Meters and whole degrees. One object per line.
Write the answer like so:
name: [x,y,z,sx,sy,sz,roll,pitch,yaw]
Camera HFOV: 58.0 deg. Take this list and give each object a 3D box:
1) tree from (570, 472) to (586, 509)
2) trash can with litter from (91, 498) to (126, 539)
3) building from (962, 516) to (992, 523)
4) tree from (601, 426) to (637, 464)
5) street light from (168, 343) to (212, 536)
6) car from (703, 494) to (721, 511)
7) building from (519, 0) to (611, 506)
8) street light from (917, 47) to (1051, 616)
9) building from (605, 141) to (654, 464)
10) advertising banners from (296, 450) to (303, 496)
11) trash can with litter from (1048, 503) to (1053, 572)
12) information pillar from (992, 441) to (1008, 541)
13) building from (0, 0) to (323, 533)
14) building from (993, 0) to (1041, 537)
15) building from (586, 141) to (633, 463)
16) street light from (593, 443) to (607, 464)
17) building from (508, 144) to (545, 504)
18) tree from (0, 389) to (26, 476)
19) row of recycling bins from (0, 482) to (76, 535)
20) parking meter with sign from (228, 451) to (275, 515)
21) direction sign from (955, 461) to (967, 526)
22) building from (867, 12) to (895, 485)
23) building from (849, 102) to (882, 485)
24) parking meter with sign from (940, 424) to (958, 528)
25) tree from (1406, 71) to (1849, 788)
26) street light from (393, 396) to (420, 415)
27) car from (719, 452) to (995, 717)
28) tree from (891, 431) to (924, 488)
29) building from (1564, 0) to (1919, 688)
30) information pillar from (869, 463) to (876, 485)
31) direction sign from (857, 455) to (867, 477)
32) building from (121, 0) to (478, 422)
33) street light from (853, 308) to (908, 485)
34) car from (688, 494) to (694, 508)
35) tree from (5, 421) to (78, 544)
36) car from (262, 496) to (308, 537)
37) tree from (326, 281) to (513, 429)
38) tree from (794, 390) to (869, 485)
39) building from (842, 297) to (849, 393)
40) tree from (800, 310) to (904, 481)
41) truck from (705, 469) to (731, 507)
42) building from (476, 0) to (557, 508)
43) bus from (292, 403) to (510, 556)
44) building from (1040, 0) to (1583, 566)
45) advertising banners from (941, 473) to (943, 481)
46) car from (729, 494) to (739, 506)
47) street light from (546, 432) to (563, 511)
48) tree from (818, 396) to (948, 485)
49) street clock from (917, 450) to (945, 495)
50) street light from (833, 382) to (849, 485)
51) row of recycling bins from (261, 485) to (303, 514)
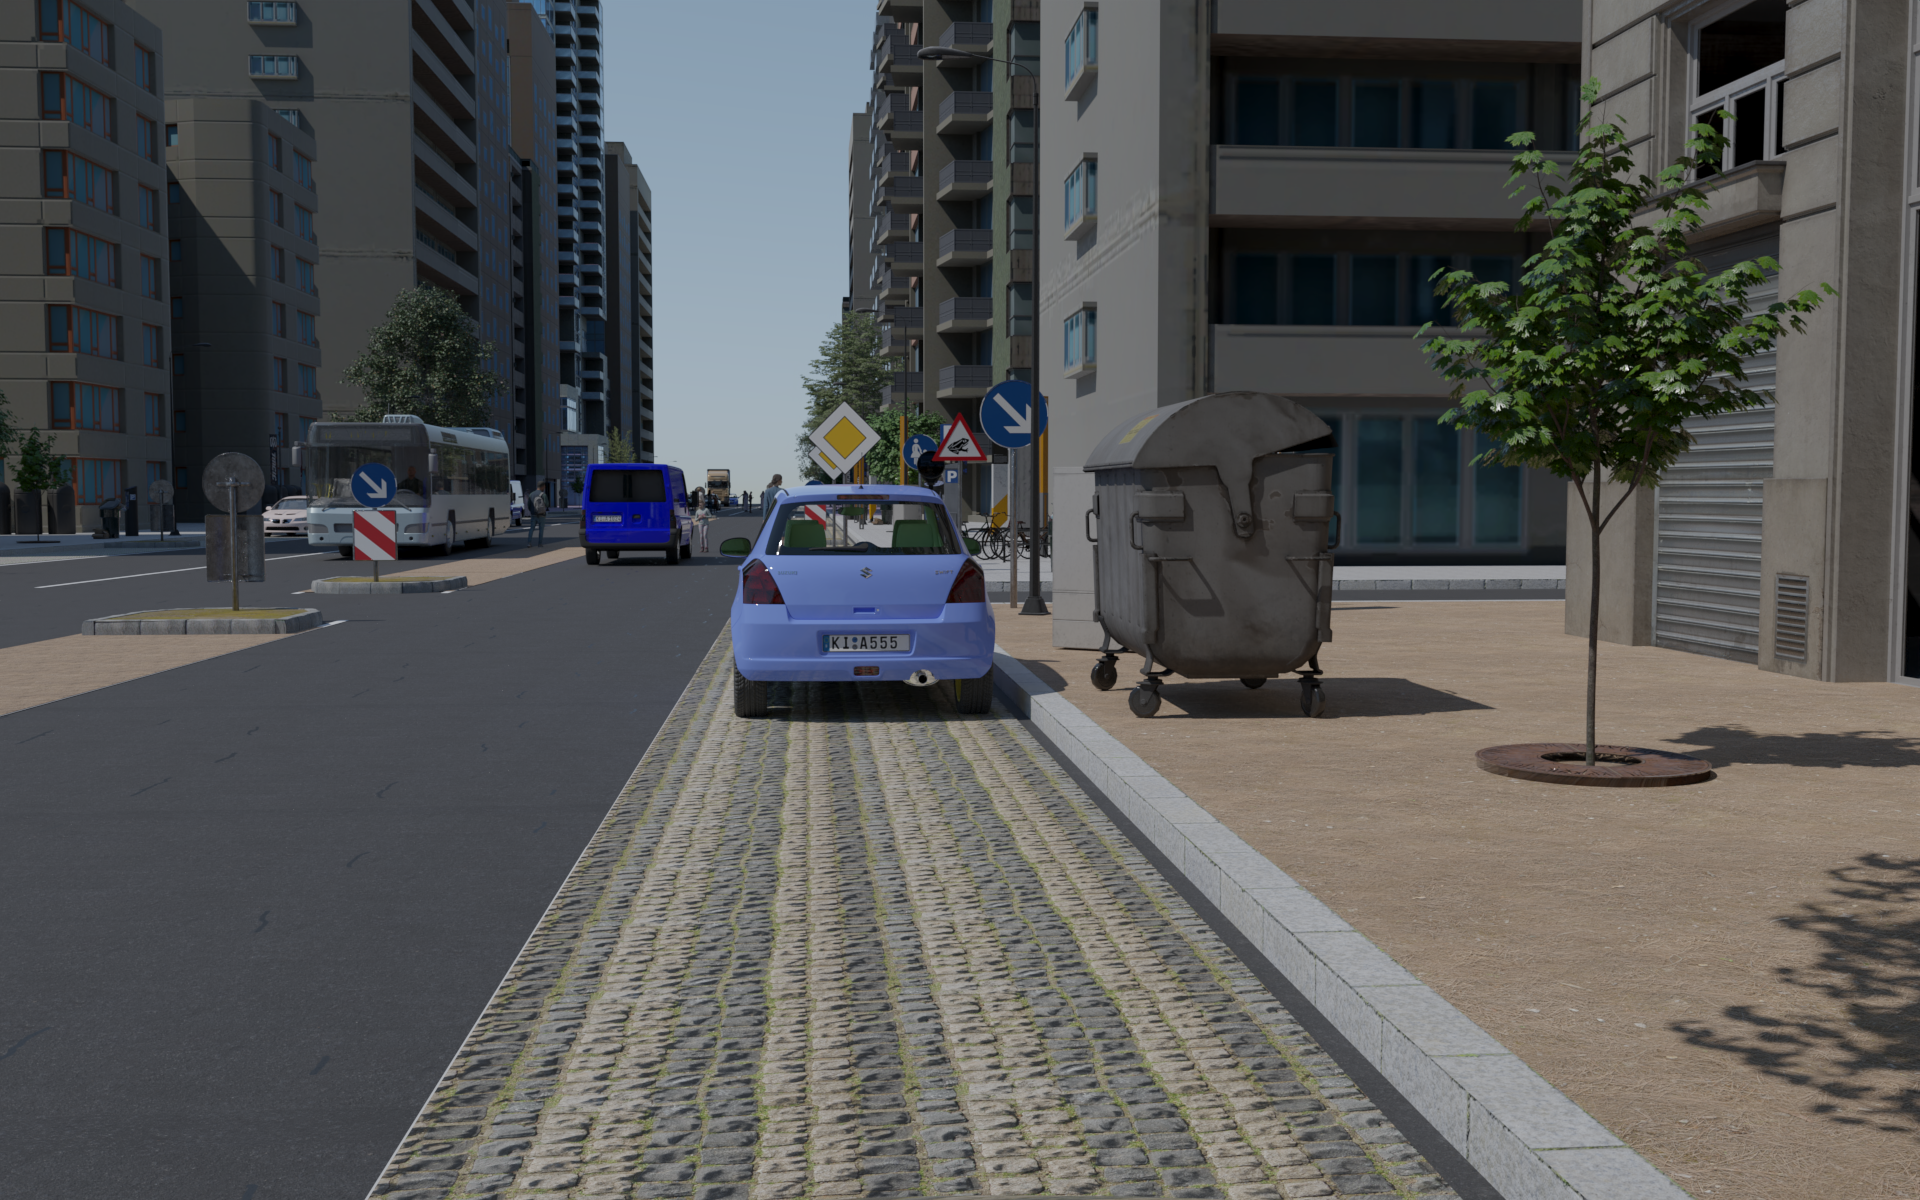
tree: [-33.237,-9.542,150.617,1.663,3.219,1.824,0,3,0]
trash can with litter: [-24.419,-2.340,49.643,0.624,1.170,1.055,0,4,-1]
building: [7.201,-26.498,87.864,22.147,44.769,28.867,0,4,-5]
tree: [-36.688,-14.502,187.462,4.737,8.622,4.395,0,3,0]
street light: [-23.708,-4.943,53.353,1.470,5.913,1.316,0,4,-5]
car: [-21.777,-8.620,150.727,2.009,1.686,4.222,0,4,-4]
building: [-51.448,-54.168,198.311,22.319,86.520,31.000,0,4,-5]
street light: [0.255,-2.793,18.210,1.470,5.913,1.316,0,4,-5]
building: [-54.366,-37.730,240.593,21.300,48.544,21.600,0,4,-5]
advertising banners: [-25.261,-4.284,66.224,0.090,3.025,2.074,-2,4,-26]
trash can with litter: [1.947,-1.027,28.177,1.055,1.170,0.624,0,4,6]
information pillar: [1.089,-3.459,47.912,0.504,3.616,0.183,-2,4,-29]
building: [-43.965,-13.733,69.568,27.650,21.520,28.899,0,4,-5]
building: [7.869,-17.510,57.991,14.160,30.474,14.107,0,4,-5]
building: [-49.907,-34.999,222.348,14.600,45.320,14.200,0,4,-5]
street light: [-32.957,-11.365,158.356,1.470,5.913,1.316,0,4,-5]
building: [-42.476,-22.668,142.320,14.160,30.474,14.107,0,4,-5]
tree: [-23.582,-3.471,40.459,4.285,4.588,4.351,0,3,0]
row of recycling bins: [-29.866,-2.909,54.672,3.534,1.692,1.069,-1,4,-18]
parking meter with sign: [-28.828,-4.543,70.537,1.738,3.016,0.543,-2,4,-28]
direction sign: [0.041,-4.767,69.944,0.379,3.537,0.876,2,4,34]
building: [3.083,-33.053,160.022,23.786,49.044,30.456,0,4,-5]
building: [-2.615,-35.952,211.516,21.300,48.544,21.600,0,4,-5]
parking meter with sign: [-0.221,-2.823,42.416,0.543,3.016,1.738,0,3,0]
tree: [2.926,-0.826,8.112,1.663,3.219,1.824,0,3,0]
street light: [-26.184,-6.688,81.896,1.470,5.913,1.316,0,4,-5]
car: [-0.764,-0.175,12.454,1.945,1.707,3.694,0,4,-6]
tree: [-1.598,-3.614,53.686,1.663,3.219,1.824,0,3,0]
building: [14.021,-10.298,1.659,16.112,22.955,30.059,0,4,-5]
information pillar: [-3.920,-5.278,77.654,0.183,3.616,0.504,2,4,30]
direction sign: [-4.577,-5.366,79.728,0.379,3.537,0.876,3,4,36]
building: [-43.016,-29.659,108.628,21.300,48.544,21.600,0,4,-5]
street light: [-1.904,-4.336,43.434,1.470,5.913,1.316,0,4,-5]
car: [-24.560,-9.093,160.465,2.131,1.459,4.920,0,4,-6]
tree: [-24.186,-3.093,45.168,1.663,3.219,1.824,0,3,0]
car: [-22.526,-2.873,59.341,2.083,1.381,4.827,0,4,-5]
tree: [-28.769,-10.782,93.292,9.611,12.733,9.660,0,3,0]
tree: [-13.640,-16.756,190.964,9.611,12.733,9.660,0,3,0]
building: [-10.265,-29.457,253.329,14.160,30.474,14.107,0,4,-5]
tree: [-6.443,-11.582,107.487,7.486,12.596,7.792,0,3,0]
truck: [-27.179,-12.610,195.083,2.839,4.237,11.283,0,4,-7]
building: [-44.222,-30.945,156.065,14.600,45.320,14.200,0,4,-5]
bus: [-13.375,-2.930,42.767,2.948,3.499,13.247,0,4,-6]
building: [12.867,-25.432,39.513,21.600,48.544,21.300,0,4,-5]
advertising banners: [-0.600,-3.321,50.485,0.090,3.025,2.074,0,4,6]
car: [-27.807,-12.298,210.661,1.945,1.707,3.694,0,4,-7]
street light: [-30.366,-9.607,129.621,1.470,5.913,1.316,0,4,-5]
tree: [-1.833,-4.562,58.306,4.285,4.588,4.351,0,3,0]
street clock: [-0.483,-1.484,28.836,0.471,2.002,0.358,0,4,-2]
street light: [-4.574,-6.094,72.173,1.470,5.913,1.316,0,4,-5]
row of recycling bins: [-29.849,-4.223,76.162,1.069,1.692,3.534,0,4,2]
